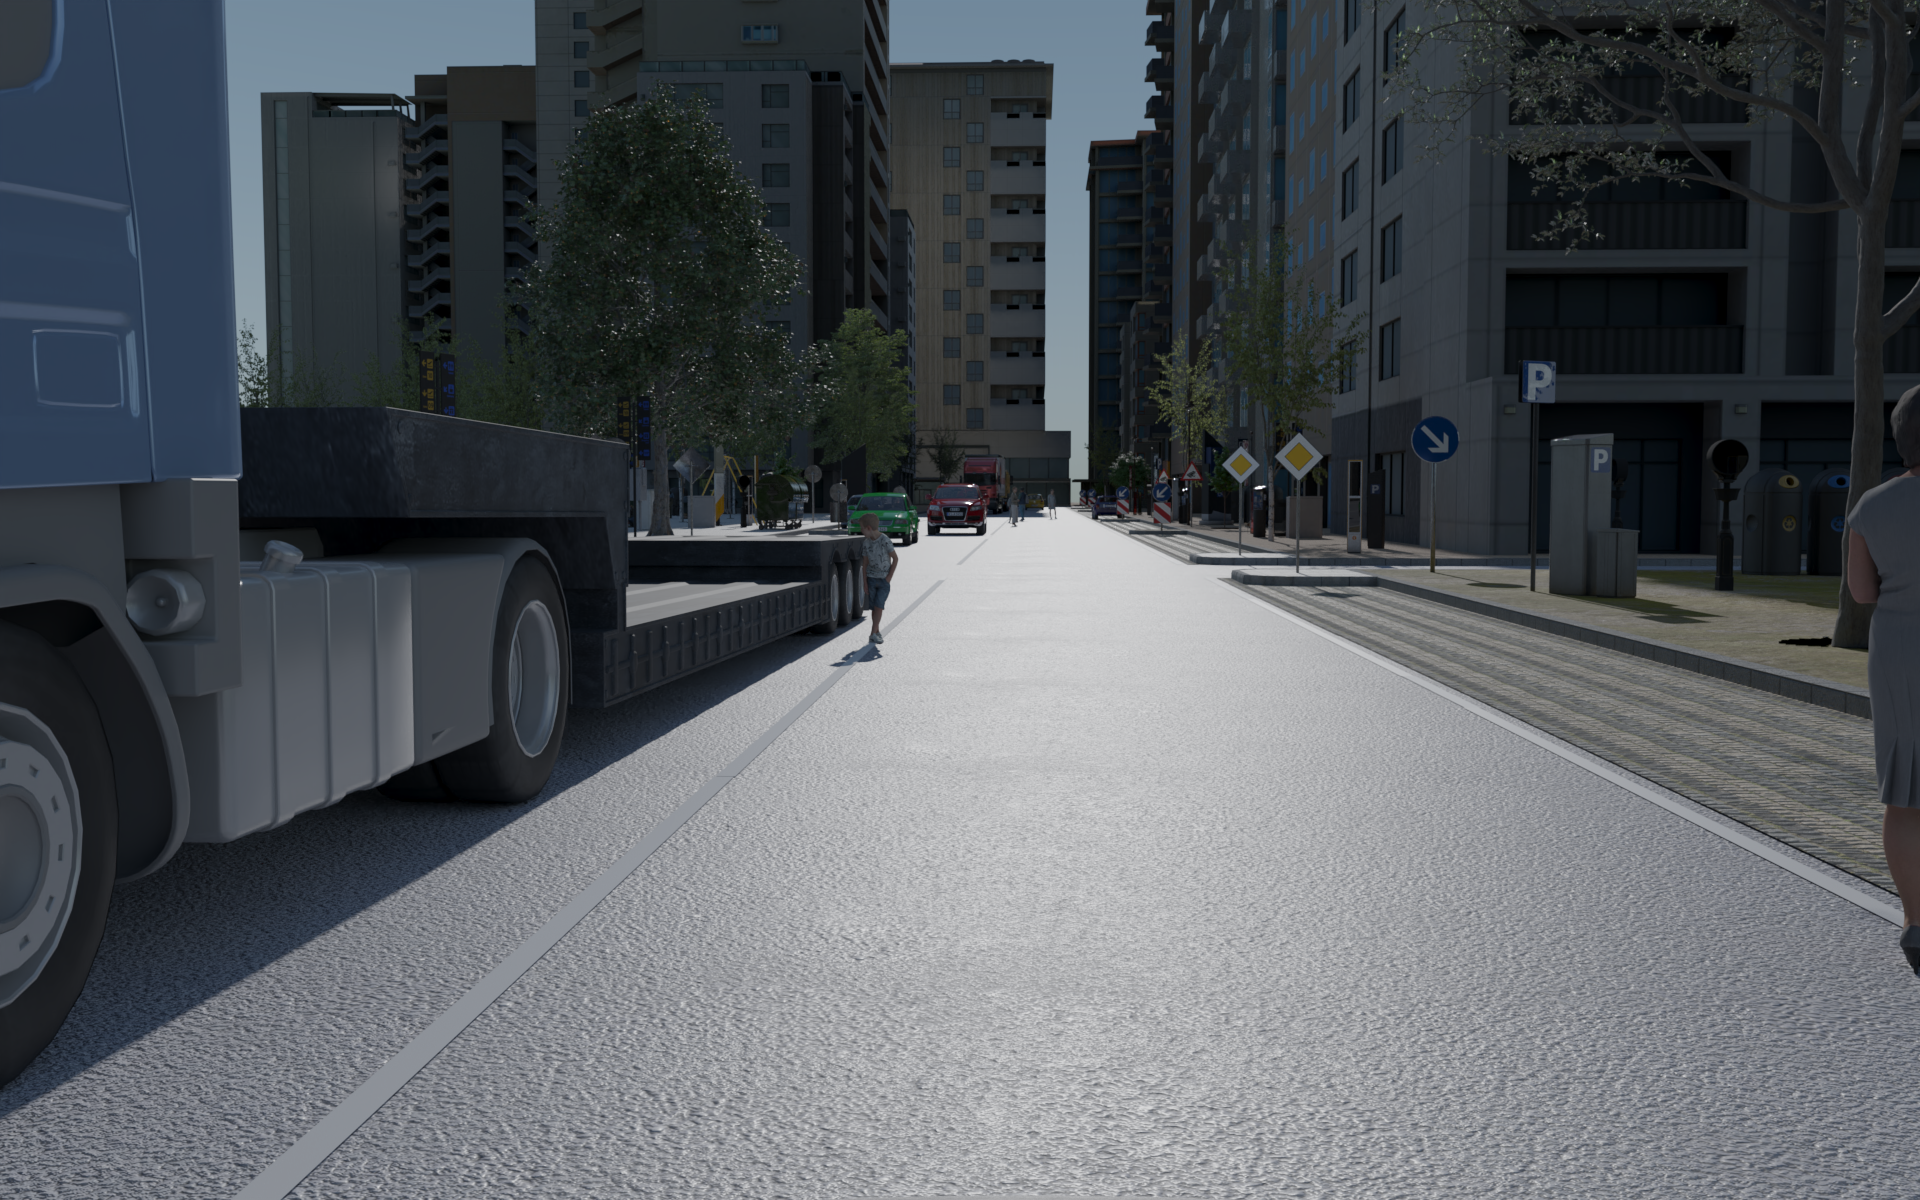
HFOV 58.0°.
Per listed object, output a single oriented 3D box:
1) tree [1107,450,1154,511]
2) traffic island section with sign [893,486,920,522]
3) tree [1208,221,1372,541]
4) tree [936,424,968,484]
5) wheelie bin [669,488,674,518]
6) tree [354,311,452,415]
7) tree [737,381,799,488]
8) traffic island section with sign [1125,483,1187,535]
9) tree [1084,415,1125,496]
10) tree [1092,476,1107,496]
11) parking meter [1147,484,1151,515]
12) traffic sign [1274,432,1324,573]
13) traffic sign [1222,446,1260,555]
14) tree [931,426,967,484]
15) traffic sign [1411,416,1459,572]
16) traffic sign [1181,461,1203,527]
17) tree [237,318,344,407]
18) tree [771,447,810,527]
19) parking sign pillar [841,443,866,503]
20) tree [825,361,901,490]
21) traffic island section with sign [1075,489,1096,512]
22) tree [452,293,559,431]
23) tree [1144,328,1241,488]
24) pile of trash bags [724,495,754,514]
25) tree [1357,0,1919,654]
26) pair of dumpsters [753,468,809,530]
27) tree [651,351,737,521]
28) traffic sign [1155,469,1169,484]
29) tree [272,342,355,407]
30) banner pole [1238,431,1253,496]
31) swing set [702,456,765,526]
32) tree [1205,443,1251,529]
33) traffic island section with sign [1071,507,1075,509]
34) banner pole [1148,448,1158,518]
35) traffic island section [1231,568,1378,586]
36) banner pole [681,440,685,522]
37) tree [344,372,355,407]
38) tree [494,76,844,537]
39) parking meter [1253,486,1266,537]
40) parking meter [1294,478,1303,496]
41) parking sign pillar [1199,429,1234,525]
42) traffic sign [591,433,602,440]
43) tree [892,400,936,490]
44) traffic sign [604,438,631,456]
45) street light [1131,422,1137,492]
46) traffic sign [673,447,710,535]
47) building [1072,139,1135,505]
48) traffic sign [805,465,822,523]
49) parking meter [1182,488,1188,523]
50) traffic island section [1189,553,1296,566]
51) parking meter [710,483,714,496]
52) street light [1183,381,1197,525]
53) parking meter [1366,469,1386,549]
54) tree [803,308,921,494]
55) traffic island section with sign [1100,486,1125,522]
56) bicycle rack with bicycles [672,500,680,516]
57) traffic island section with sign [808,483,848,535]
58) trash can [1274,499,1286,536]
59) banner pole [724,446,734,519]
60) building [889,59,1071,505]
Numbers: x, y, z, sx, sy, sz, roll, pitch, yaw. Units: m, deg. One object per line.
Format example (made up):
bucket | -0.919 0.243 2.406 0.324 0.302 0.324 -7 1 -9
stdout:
tree | 12.648 -8.841 128.264 4.285 4.588 4.351 0 3 0
traffic island section with sign | -3.065 -4.923 89.114 1.989 1.847 2.006 0 4 3
tree | 8.603 -5.895 46.746 4.737 8.622 4.395 0 3 0
tree | -1.691 -13.971 178.787 4.360 8.622 3.978 0 3 0
wheelie bin | -15.454 -5.083 91.010 0.980 1.594 0.693 -3 5 -40
tree | -21.467 -7.255 68.988 4.737 8.622 4.395 0 3 0
tree | -10.871 -9.037 98.121 4.737 8.622 4.395 0 3 0
traffic island section with sign | 6.999 -3.228 61.403 1.989 1.847 2.006 0 4 3
tree | 13.599 -12.913 161.492 4.737 8.622 4.395 0 3 0
tree | 13.970 -10.710 169.710 1.663 3.219 1.824 0 3 0
parking meter | 11.506 -6.093 105.339 0.255 1.863 0.399 0 4 6
traffic sign | 5.499 -1.500 28.166 0.795 2.450 0.064 0 4 3
traffic sign | 5.851 -1.988 36.144 0.795 2.450 0.064 0 4 3
tree | -1.314 -14.628 189.533 4.737 8.622 4.395 0 3 0
traffic sign | 7.754 -1.727 28.341 0.768 2.556 0.104 0 4 5
traffic sign | 9.019 -4.123 67.411 0.884 2.594 0.081 0 4 8
tree | -29.437 -7.530 73.484 4.737 8.622 4.395 0 3 0
tree | -6.947 -4.461 67.546 1.663 3.219 1.824 0 3 0
parking sign pillar | -5.632 -6.299 91.456 1.447 3.967 1.447 -1 4 -14
tree | -5.394 -8.937 96.480 4.737 8.622 4.395 0 3 0
traffic island section with sign | 10.396 -7.931 138.293 1.989 1.847 2.006 0 4 3
tree | -15.551 -6.830 62.041 4.737 8.622 4.395 0 3 0
tree | 10.461 -7.796 77.830 4.360 8.622 3.978 0 3 0
pile of trash bags | -14.720 -6.178 110.769 3.447 1.369 1.912 2 4 25
tree | 7.660 -6.346 14.122 12.009 13.543 11.850 0 3 0
pair of dumpsters | -6.591 -3.740 63.641 1.574 2.255 4.437 0 4 2
tree | -13.491 -8.144 83.519 4.737 8.622 4.395 0 3 0
traffic sign | 10.380 -5.398 88.257 0.884 2.594 0.081 0 4 6
tree | -30.846 -8.121 83.135 4.360 8.622 3.978 0 3 0
banner pole | 11.380 -4.823 68.876 0.863 3.779 0.401 -1 4 -22
swing set | -9.658 -4.546 71.955 2.862 2.851 3.119 0 4 0
tree | 9.610 -4.210 63.433 1.663 3.219 1.824 0 3 0
traffic island section with sign | 11.582 -9.585 165.348 1.989 1.847 2.006 0 4 3
banner pole | 10.518 -6.344 93.738 0.401 3.779 0.863 -2 4 -24
traffic island section | 5.523 -0.365 28.243 2.009 0.180 2.903 0 4 3
banner pole | -12.594 -5.437 78.914 0.401 3.779 0.863 0 4 3
tree | -30.232 -8.602 90.998 4.737 8.622 4.395 0 3 0
tree | -8.340 -8.020 48.137 9.611 12.733 9.660 0 3 0
parking meter | 8.909 -2.635 51.497 0.372 1.533 0.369 0 3 0
parking meter | 12.049 -3.424 61.687 0.255 1.863 0.399 2 4 29
parking sign pillar | 10.684 -5.113 72.067 1.447 3.967 1.447 -2 4 -35
traffic sign | -6.033 -1.532 28.694 0.795 2.450 0.064 0 4 3
tree | -4.405 -11.178 133.128 4.360 8.622 3.978 0 3 0
traffic sign | -7.818 -2.385 39.109 0.768 2.556 0.104 0 4 3
street light | 11.138 -8.430 110.615 0.468 5.910 1.993 0 4 3
traffic sign | -5.681 -2.020 36.671 0.795 2.450 0.064 0 4 3
building | 28.005 -33.807 207.363 28.867 44.769 22.147 0 4 3
traffic sign | -6.452 -4.645 76.055 0.768 2.556 0.104 0 4 7
parking meter | 9.823 -4.113 75.658 0.372 1.533 0.369 0 3 0
traffic island section | 5.875 -0.853 36.220 2.009 0.180 2.903 0 4 3
parking meter | -12.646 -5.083 88.811 0.255 1.863 0.399 1 4 18
street light | 9.353 -5.988 70.685 0.468 5.910 1.993 0 4 3
parking meter | 9.788 -2.144 40.769 0.399 1.863 0.255 2 4 28
tree | -6.058 -11.511 106.334 7.486 12.596 7.792 0 3 0
traffic island section with sign | 8.218 -4.914 88.971 1.989 1.847 2.006 0 4 3
bicycle rack with bicycles | -15.894 -5.377 101.292 2.925 0.926 2.852 -2 4 -34
traffic island section with sign | -4.283 -3.234 61.510 1.989 1.847 2.006 0 4 3
trash can | 9.797 -2.513 52.733 0.748 1.137 0.748 0 3 0
banner pole | -12.144 -6.112 89.944 0.863 3.779 0.401 -3 4 -38
building | -0.330 -38.081 211.866 27.495 52.752 28.713 0 4 3
